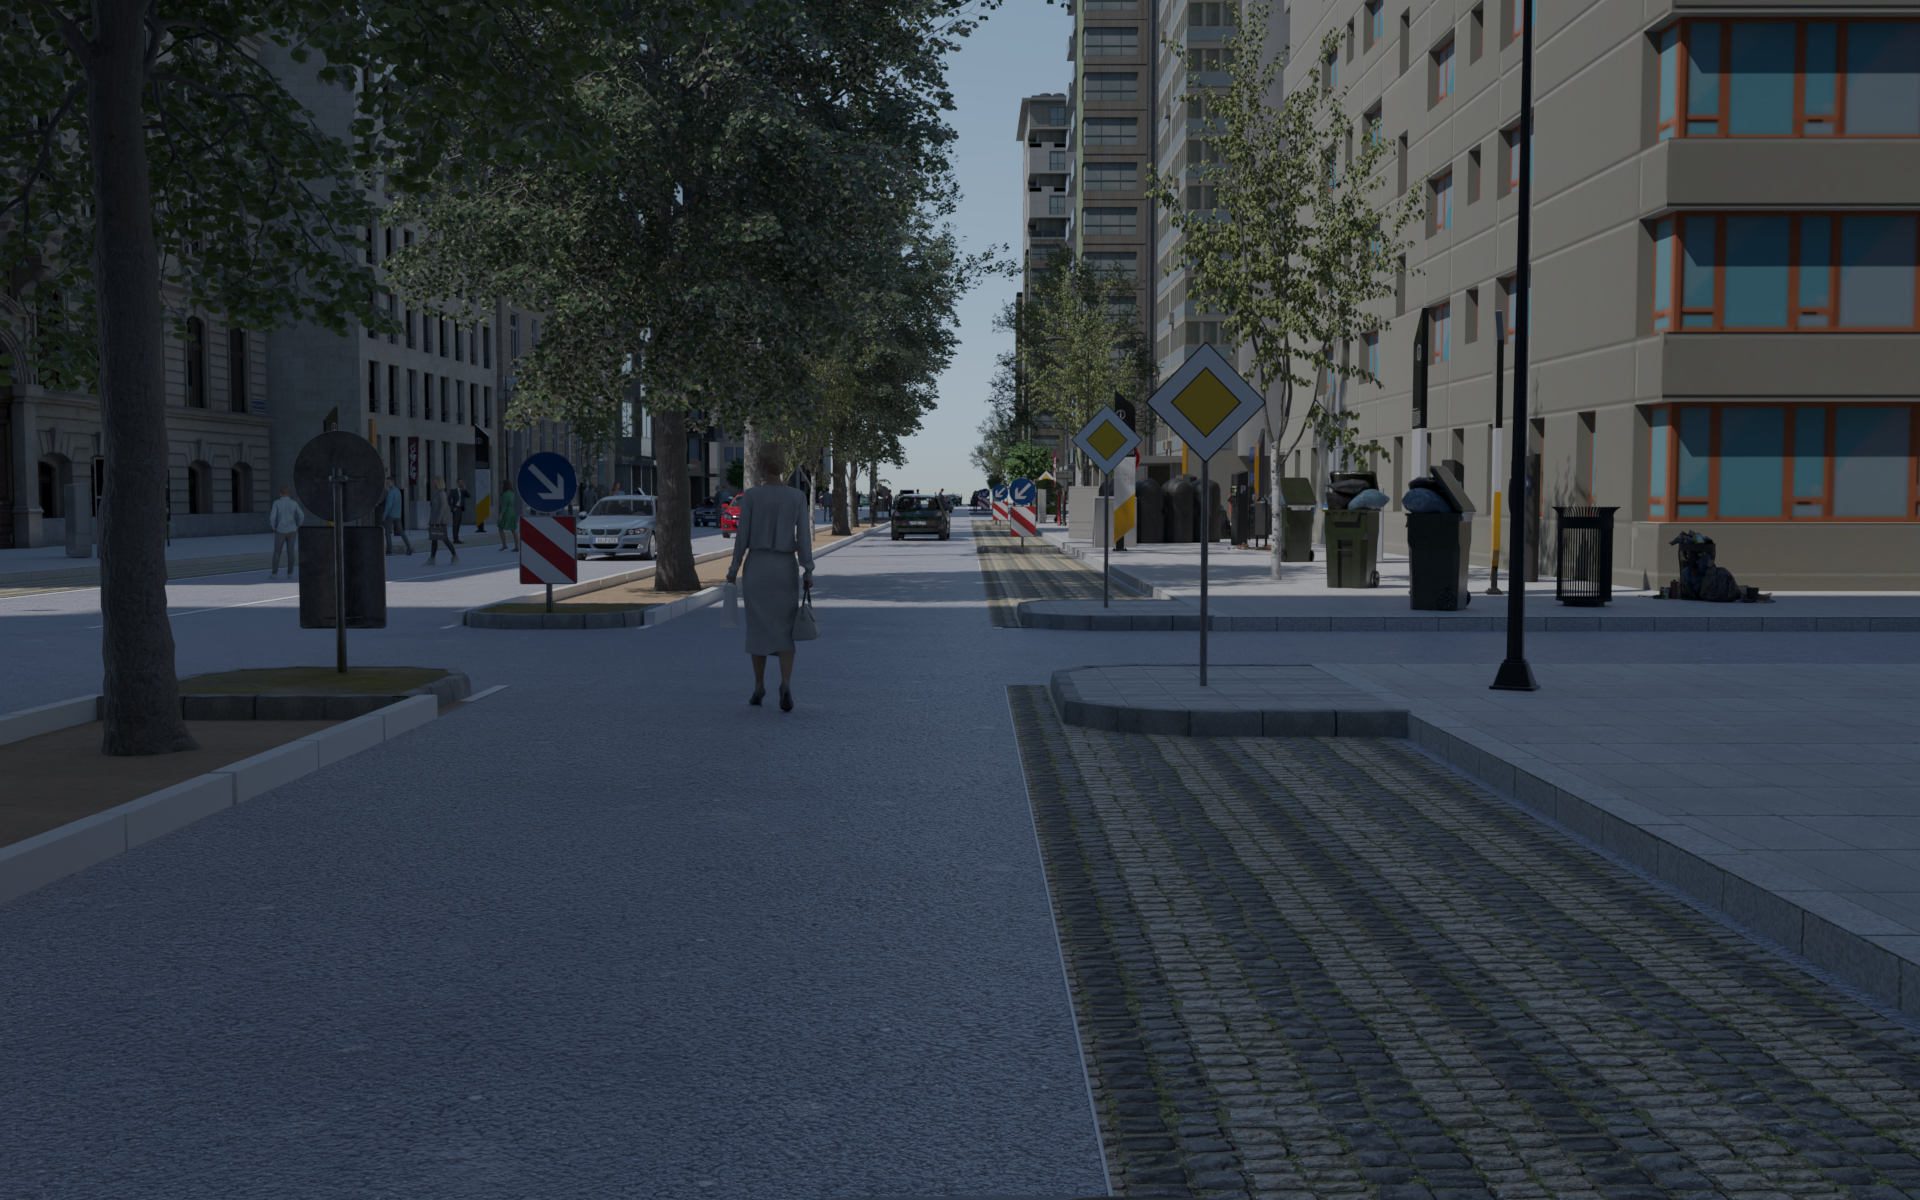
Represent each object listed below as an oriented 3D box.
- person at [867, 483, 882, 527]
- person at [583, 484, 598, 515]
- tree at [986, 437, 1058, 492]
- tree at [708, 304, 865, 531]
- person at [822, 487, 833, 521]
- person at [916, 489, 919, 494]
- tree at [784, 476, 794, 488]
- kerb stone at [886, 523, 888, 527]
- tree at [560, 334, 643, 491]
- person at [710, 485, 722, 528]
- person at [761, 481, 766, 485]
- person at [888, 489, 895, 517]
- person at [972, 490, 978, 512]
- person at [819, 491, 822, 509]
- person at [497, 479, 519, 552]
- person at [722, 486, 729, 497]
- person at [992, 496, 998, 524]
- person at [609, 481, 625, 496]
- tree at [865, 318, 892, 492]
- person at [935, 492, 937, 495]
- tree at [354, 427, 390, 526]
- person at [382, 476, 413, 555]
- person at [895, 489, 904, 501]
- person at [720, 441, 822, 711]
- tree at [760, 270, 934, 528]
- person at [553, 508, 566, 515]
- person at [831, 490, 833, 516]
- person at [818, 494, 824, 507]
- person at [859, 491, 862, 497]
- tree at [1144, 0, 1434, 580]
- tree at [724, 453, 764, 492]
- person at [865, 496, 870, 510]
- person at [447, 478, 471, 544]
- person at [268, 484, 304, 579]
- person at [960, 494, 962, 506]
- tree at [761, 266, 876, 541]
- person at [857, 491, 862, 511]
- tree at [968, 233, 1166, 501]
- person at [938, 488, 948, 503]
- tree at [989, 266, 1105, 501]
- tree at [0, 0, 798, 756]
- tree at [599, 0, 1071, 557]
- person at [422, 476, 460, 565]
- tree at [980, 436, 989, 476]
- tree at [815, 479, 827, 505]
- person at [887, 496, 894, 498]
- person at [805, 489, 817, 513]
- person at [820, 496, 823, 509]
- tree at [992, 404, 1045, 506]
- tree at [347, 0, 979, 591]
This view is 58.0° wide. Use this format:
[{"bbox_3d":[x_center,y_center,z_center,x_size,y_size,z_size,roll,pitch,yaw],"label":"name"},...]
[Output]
[{"bbox_3d":[-3.690,-4.120,75.223,0.474,1.900,0.648,2,4,28],"label":"person"},{"bbox_3d":[-14.259,-3.582,67.166,0.694,1.812,0.767,1,4,9],"label":"person"},{"bbox_3d":[3.974,-7.007,98.284,4.285,4.588,4.351,0,3,0],"label":"tree"},{"bbox_3d":[-4.757,-5.727,46.458,4.360,8.622,3.978,0,3,0],"label":"tree"},{"bbox_3d":[-6.958,-5.025,90.928,0.678,1.792,0.850,1,4,11],"label":"person"},{"bbox_3d":[-2.333,-5.362,96.988,1.217,1.723,0.721,1,4,15],"label":"person"},{"bbox_3d":[-16.228,-10.030,158.593,1.663,3.219,1.824,0,3,0],"label":"tree"},{"bbox_3d":[-3.221,-3.085,72.643,0.120,0.150,1.000,0,4,0],"label":"kerb stone"},{"bbox_3d":[-16.125,-7.670,75.772,4.737,8.622,4.395,0,3,0],"label":"tree"},{"bbox_3d":[-10.159,-3.888,72.252,0.590,1.801,0.661,-1,4,-16],"label":"person"},{"bbox_3d":[-6.168,-2.837,54.791,0.656,1.842,0.836,-1,4,-10],"label":"person"},{"bbox_3d":[-4.299,-6.072,108.489,0.721,1.743,1.217,-1,4,-17],"label":"person"},{"bbox_3d":[1.137,-7.312,128.970,0.541,1.710,0.530,-1,4,-21],"label":"person"},{"bbox_3d":[-13.451,-9.760,168.527,0.568,1.767,0.683,0,4,2],"label":"person"},{"bbox_3d":[-11.233,-2.098,43.051,0.529,1.795,0.600,0,4,5],"label":"person"},{"bbox_3d":[-12.556,-5.162,92.761,0.748,1.841,0.638,3,5,44],"label":"person"},{"bbox_3d":[1.708,-4.431,81.190,0.600,1.795,0.529,2,4,27],"label":"person"},{"bbox_3d":[-10.193,-2.611,51.292,0.616,1.811,0.778,-1,4,-15],"label":"person"},{"bbox_3d":[-4.226,-6.960,66.610,4.360,8.622,3.978,0,3,0],"label":"tree"},{"bbox_3d":[-3.471,-14.888,252.652,0.721,1.736,1.217,0,4,4],"label":"person"},{"bbox_3d":[-17.363,-3.400,50.188,1.663,3.219,1.824,0,3,0],"label":"tree"},{"bbox_3d":[-13.165,-1.956,40.344,0.748,1.841,0.638,1,4,20],"label":"person"},{"bbox_3d":[-3.772,-6.351,113.124,1.217,1.735,0.721,-3,5,-40],"label":"person"},{"bbox_3d":[-1.280,-0.163,11.516,0.694,1.780,0.624,0,4,2],"label":"person"},{"bbox_3d":[-4.605,-8.901,73.749,9.928,11.665,9.643,0,3,0],"label":"tree"},{"bbox_3d":[-11.201,-2.453,48.632,0.654,1.822,0.581,1,4,23],"label":"person"},{"bbox_3d":[-8.163,-6.195,110.619,1.217,1.723,0.721,3,5,42],"label":"person"},{"bbox_3d":[-12.259,-8.771,155.168,1.065,1.426,0.557,-1,4,-23],"label":"person"},{"bbox_3d":[-10.947,-11.207,191.815,1.350,1.814,0.705,1,4,13],"label":"person"},{"bbox_3d":[4.712,-4.590,25.412,4.737,8.622,4.395,0,3,0],"label":"tree"},{"bbox_3d":[-16.766,-9.260,135.118,4.285,4.588,4.351,0,3,0],"label":"tree"},{"bbox_3d":[-7.551,-8.495,148.076,1.217,1.739,0.721,1,4,17],"label":"person"},{"bbox_3d":[-14.399,-2.568,49.841,0.474,1.900,0.648,1,4,20],"label":"person"},{"bbox_3d":[-11.455,-1.169,29.420,0.589,1.601,0.330,-2,4,-30],"label":"person"},{"bbox_3d":[0.145,-12.443,215.195,0.557,1.426,1.065,0,4,3],"label":"person"},{"bbox_3d":[-4.470,-6.068,52.032,4.737,8.622,4.395,0,3,0],"label":"tree"},{"bbox_3d":[-8.785,-8.583,149.758,0.530,1.710,0.541,-1,4,-17],"label":"person"},{"bbox_3d":[4.272,-7.829,62.420,7.601,10.594,8.767,0,4,6],"label":"tree"},{"bbox_3d":[-0.965,-5.515,99.122,0.568,1.767,0.683,0,4,1],"label":"person"},{"bbox_3d":[3.893,-6.426,55.434,4.737,8.622,4.395,0,3,0],"label":"tree"},{"bbox_3d":[-4.420,-5.396,8.803,7.486,12.596,7.792,0,3,0],"label":"tree"},{"bbox_3d":[-3.445,-10.959,37.533,12.611,20.169,13.585,0,3,0],"label":"tree"},{"bbox_3d":[-10.443,-1.601,34.852,0.728,1.800,0.709,-2,4,-26],"label":"person"},{"bbox_3d":[4.210,-13.059,163.871,4.737,8.622,4.395,0,3,0],"label":"tree"},{"bbox_3d":[-16.211,-12.873,205.080,1.663,3.219,1.824,0,3,0],"label":"tree"},{"bbox_3d":[-9.120,-13.039,221.326,1.348,1.869,0.705,-1,4,-12],"label":"person"},{"bbox_3d":[-11.706,-7.703,134.472,1.348,1.821,0.705,2,4,27],"label":"person"},{"bbox_3d":[-13.211,-9.500,167.019,0.628,1.438,0.799,0,4,4],"label":"person"},{"bbox_3d":[4.288,-11.087,131.632,4.360,8.622,3.978,0,3,0],"label":"tree"},{"bbox_3d":[-4.189,-7.098,25.161,9.857,13.997,8.962,0,3,0],"label":"tree"}]
